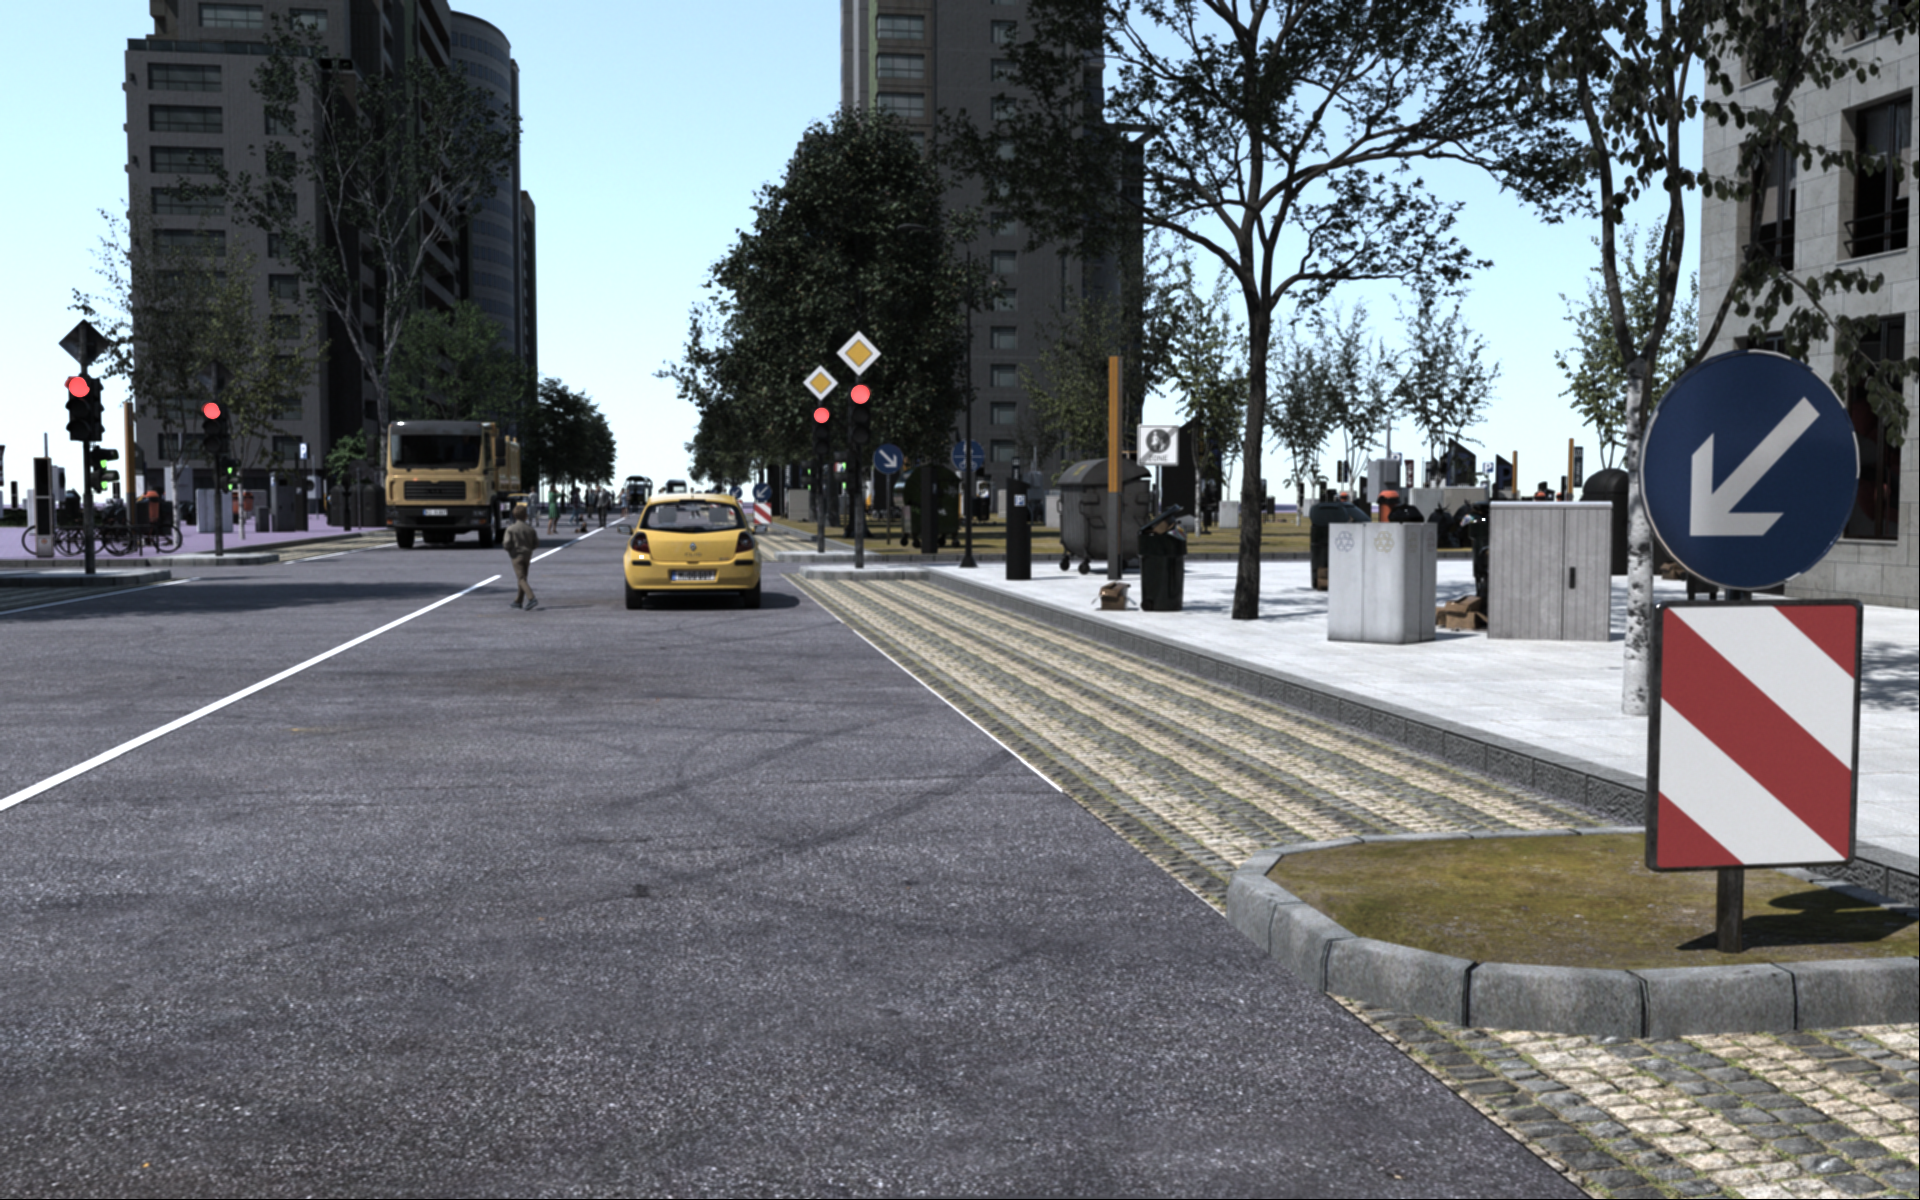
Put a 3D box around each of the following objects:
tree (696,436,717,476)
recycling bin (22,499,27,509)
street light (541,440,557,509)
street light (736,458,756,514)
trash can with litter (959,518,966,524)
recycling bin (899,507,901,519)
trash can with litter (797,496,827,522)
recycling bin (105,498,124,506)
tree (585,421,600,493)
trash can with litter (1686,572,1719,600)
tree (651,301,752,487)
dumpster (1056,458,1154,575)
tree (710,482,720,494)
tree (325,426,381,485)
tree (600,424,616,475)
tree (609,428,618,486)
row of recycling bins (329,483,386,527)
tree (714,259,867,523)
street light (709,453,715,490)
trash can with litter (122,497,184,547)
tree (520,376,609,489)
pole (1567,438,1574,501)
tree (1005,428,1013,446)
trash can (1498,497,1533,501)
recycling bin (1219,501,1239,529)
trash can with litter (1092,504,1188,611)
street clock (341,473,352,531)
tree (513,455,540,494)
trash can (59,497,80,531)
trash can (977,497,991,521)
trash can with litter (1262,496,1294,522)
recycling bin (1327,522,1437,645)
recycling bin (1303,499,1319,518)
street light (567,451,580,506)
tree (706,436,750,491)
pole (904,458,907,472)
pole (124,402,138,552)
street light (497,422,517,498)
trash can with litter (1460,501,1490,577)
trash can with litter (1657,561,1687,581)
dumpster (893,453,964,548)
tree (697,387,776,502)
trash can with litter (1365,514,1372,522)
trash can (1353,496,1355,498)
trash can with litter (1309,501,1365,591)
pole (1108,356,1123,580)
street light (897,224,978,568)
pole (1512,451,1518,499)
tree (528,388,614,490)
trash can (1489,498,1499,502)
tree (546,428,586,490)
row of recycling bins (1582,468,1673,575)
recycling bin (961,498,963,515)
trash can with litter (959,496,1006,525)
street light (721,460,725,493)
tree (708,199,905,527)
[{"bbox_3d":[-35.847,-20.247,256.789,9.928,11.665,9.643,0,3,0],"label":"tree"},{"bbox_3d":[-51.849,-5.137,96.549,0.722,1.027,0.722,-2,4,-26],"label":"recycling bin"},{"bbox_3d":[-35.121,-10.733,148.024,1.470,5.913,1.316,-1,4,-9],"label":"street light"},{"bbox_3d":[-13.990,-8.636,113.734,1.470,5.913,1.316,-1,4,-9],"label":"street light"},{"bbox_3d":[-0.184,-3.815,73.761,1.055,1.170,0.624,2,4,32],"label":"trash can with litter"},{"bbox_3d":[-2.926,-4.808,91.160,0.722,1.027,0.722,0,4,-3],"label":"recycling bin"},{"bbox_3d":[-6.800,-4.281,81.054,2.233,1.210,1.678,-3,5,-39],"label":"trash can with litter"},{"bbox_3d":[-49.177,-5.395,100.766,0.722,1.027,0.722,0,4,7],"label":"recycling bin"},{"bbox_3d":[-31.923,-11.891,120.167,9.928,11.665,9.643,0,3,0],"label":"tree"},{"bbox_3d":[7.461,-0.349,16.761,2.233,1.210,1.678,-3,5,-44],"label":"trash can with litter"},{"bbox_3d":[-23.856,-19.315,171.681,12.611,20.169,13.585,0,3,0],"label":"tree"},{"bbox_3d":[2.367,-1.377,28.277,1.264,1.857,1.865,-1,4,-9],"label":"dumpster"},{"bbox_3d":[-34.248,-15.296,244.687,1.663,3.219,1.824,0,3,0],"label":"tree"},{"bbox_3d":[-28.914,-6.119,83.765,4.285,4.588,4.351,0,3,0],"label":"tree"},{"bbox_3d":[-50.510,-18.975,235.993,9.928,11.665,9.643,0,3,0],"label":"tree"},{"bbox_3d":[-54.189,-20.770,257.709,7.486,12.596,7.792,0,3,0],"label":"tree"},{"bbox_3d":[-23.622,-3.717,67.889,1.069,1.692,3.534,-3,5,-45],"label":"row of recycling bins"},{"bbox_3d":[-6.957,-9.749,77.525,7.486,12.596,7.792,0,3,0],"label":"tree"},{"bbox_3d":[-27.545,-13.682,196.242,1.470,5.913,1.316,-1,4,-9],"label":"street light"},{"bbox_3d":[-20.071,-1.967,43.225,1.678,1.210,2.233,1,4,10],"label":"trash can with litter"},{"bbox_3d":[-38.965,-15.250,167.460,7.486,12.596,7.792,0,3,0],"label":"tree"},{"bbox_3d":[22.284,-4.244,63.227,0.158,3.312,0.155,0,3,0],"label":"pole"},{"bbox_3d":[5.062,-9.857,111.520,4.360,8.622,3.978,0,3,0],"label":"tree"},{"bbox_3d":[17.516,-2.610,54.326,0.748,1.137,0.748,0,3,0],"label":"trash can"},{"bbox_3d":[9.905,-3.133,63.780,0.722,1.027,0.722,0,4,7],"label":"recycling bin"},{"bbox_3d":[1.980,-0.468,19.046,1.055,1.170,0.624,1,4,12],"label":"trash can with litter"},{"bbox_3d":[-21.288,-3.399,60.142,0.358,2.002,0.471,0,4,-6],"label":"street clock"},{"bbox_3d":[-35.899,-9.662,141.688,4.285,4.588,4.351,0,3,0],"label":"tree"},{"bbox_3d":[-31.362,-3.015,60.953,0.748,1.137,0.748,0,3,0],"label":"trash can"},{"bbox_3d":[1.104,-4.344,82.673,0.748,1.137,0.748,0,3,0],"label":"trash can"},{"bbox_3d":[14.419,-4.185,79.484,1.678,1.210,2.233,-2,4,-29],"label":"trash can with litter"},{"bbox_3d":[3.701,-0.160,15.175,0.722,1.027,0.722,3,5,39],"label":"recycling bin"},{"bbox_3d":[19.106,-4.986,94.080,0.722,1.027,0.722,-1,4,-19],"label":"recycling bin"},{"bbox_3d":[-41.295,-12.987,184.882,1.470,5.913,1.316,-1,4,-9],"label":"street light"},{"bbox_3d":[-20.117,-12.505,154.813,4.360,8.622,3.978,0,3,0],"label":"tree"},{"bbox_3d":[-2.828,-5.879,89.972,0.158,3.312,0.155,0,3,0],"label":"pole"},{"bbox_3d":[-18.429,-2.730,38.481,0.158,3.312,0.155,0,3,0],"label":"pole"},{"bbox_3d":[-29.142,-8.486,111.284,1.470,5.913,1.316,-1,4,-9],"label":"street light"},{"bbox_3d":[8.286,-0.936,26.683,1.055,1.170,0.624,-2,4,-28],"label":"trash can with litter"},{"bbox_3d":[10.770,-0.872,25.639,0.624,1.170,1.055,-1,4,-20],"label":"trash can with litter"},{"bbox_3d":[-0.749,-2.402,41.763,1.502,2.255,1.985,-1,4,-9],"label":"dumpster"},{"bbox_3d":[-13.811,-11.239,118.168,8.767,10.594,7.601,0,4,-4],"label":"tree"},{"bbox_3d":[6.234,-0.934,26.654,0.624,1.170,1.055,-3,4,-39],"label":"trash can with litter"},{"bbox_3d":[23.548,-5.709,104.994,0.748,1.137,0.748,0,3,0],"label":"trash can"},{"bbox_3d":[5.031,-0.730,23.321,0.624,1.170,1.055,0,4,7],"label":"trash can with litter"},{"bbox_3d":[2.309,-1.951,25.738,0.158,3.312,0.155,0,3,0],"label":"pole"},{"bbox_3d":[-0.385,-3.516,30.035,1.470,5.913,1.316,-1,4,-9],"label":"street light"},{"bbox_3d":[26.089,-5.359,81.471,0.158,3.312,0.155,0,3,0],"label":"pole"},{"bbox_3d":[-46.232,-18.336,206.444,9.857,13.997,8.962,0,3,0],"label":"tree"},{"bbox_3d":[21.367,-3.497,68.833,0.748,1.137,0.748,0,3,0],"label":"trash can"},{"bbox_3d":[-40.404,-13.844,176.716,4.360,8.622,3.978,0,3,0],"label":"tree"},{"bbox_3d":[11.763,-1.255,27.634,3.534,1.692,1.069,0,3,0],"label":"row of recycling bins"},{"bbox_3d":[0.509,-5.628,104.580,0.722,1.027,0.722,-3,4,-37],"label":"recycling bin"},{"bbox_3d":[0.877,-3.705,71.635,2.233,1.210,1.678,3,4,39],"label":"trash can with litter"},{"bbox_3d":[-20.039,-10.903,150.802,1.470,5.913,1.316,-1,4,-9],"label":"street light"},{"bbox_3d":[-4.999,-9.825,67.294,9.857,13.997,8.962,0,3,0],"label":"tree"}]
